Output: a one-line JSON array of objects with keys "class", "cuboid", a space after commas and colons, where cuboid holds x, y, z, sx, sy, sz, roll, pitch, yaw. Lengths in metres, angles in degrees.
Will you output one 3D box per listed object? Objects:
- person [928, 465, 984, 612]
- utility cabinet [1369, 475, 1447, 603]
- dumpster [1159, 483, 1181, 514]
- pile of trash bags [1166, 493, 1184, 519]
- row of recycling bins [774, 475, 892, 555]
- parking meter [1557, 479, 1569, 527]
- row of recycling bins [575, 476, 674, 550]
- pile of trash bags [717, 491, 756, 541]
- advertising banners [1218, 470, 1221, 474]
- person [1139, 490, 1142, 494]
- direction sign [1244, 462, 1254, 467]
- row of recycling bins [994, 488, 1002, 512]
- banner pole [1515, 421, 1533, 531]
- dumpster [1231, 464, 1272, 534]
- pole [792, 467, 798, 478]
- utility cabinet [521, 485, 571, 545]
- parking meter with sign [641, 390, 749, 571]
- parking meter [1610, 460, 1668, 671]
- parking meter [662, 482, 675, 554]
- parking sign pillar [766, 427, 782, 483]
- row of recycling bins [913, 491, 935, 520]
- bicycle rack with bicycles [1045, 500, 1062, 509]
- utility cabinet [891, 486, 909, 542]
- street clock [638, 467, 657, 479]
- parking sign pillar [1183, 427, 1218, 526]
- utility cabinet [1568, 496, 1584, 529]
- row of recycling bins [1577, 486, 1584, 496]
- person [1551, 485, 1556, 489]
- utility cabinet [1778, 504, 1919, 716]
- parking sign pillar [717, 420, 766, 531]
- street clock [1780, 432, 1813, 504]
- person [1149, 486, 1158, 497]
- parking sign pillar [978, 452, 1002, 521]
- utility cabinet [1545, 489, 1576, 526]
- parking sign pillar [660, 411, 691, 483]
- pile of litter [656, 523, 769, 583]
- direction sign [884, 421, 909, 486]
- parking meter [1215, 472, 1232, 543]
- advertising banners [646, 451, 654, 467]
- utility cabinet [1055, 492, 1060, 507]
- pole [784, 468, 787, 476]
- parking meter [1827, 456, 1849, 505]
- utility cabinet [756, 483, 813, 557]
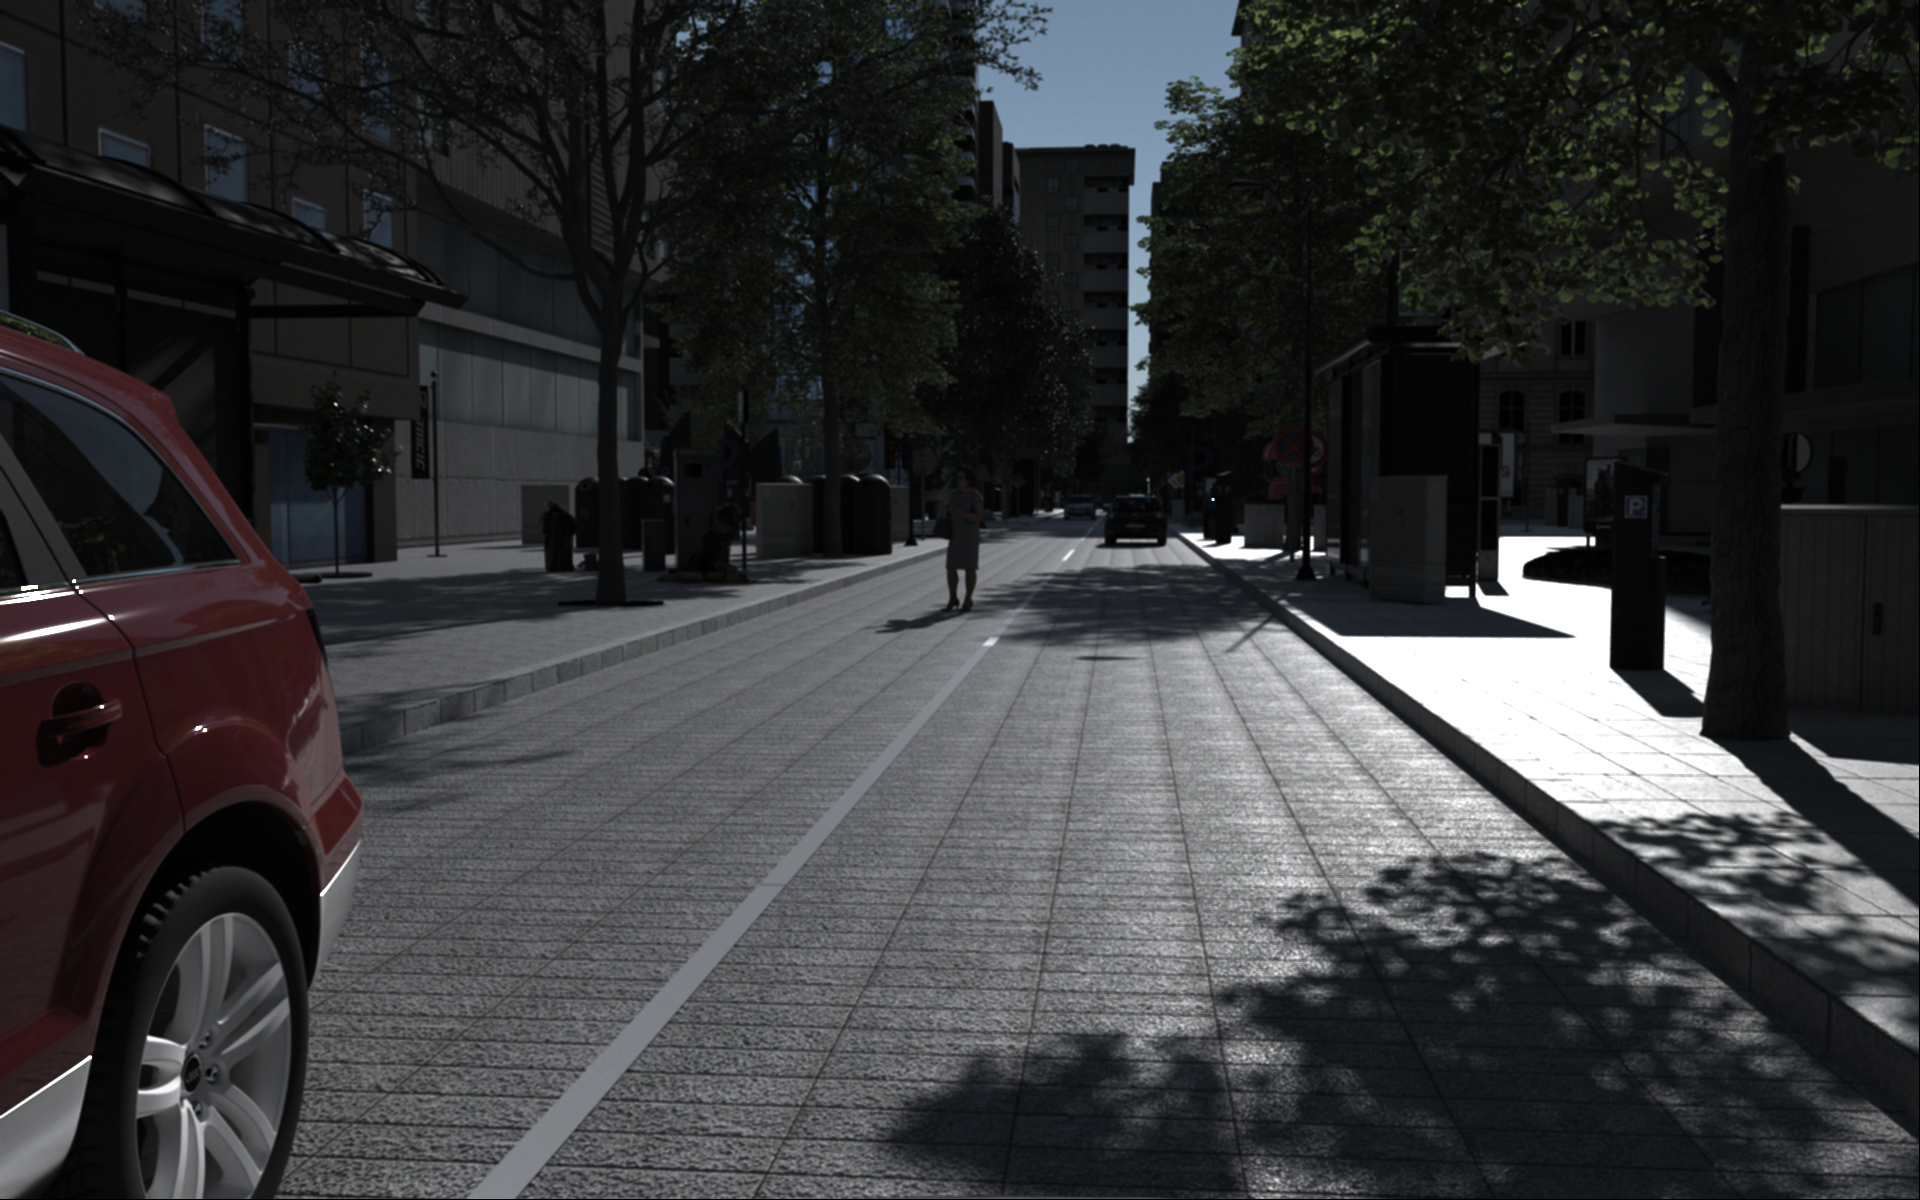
[{"class": "person", "cuboid": [-0.078, -0.747, 21.076, 0.716, 1.782, 0.532, 3, 4, 38]}, {"class": "utility cabinet", "cuboid": [5.297, -0.727, 20.562, 0.318, 1.500, 1.173, -1, 4, -19]}, {"class": "dumpster", "cuboid": [13.646, -6.696, 111.973, 1.502, 2.255, 1.985, 0, 4, 5]}, {"class": "pile of trash bags", "cuboid": [11.628, -4.892, 89.743, 1.912, 1.369, 3.447, 0, 4, 3]}, {"class": "row of recycling bins", "cuboid": [-2.818, -1.875, 37.772, 3.534, 1.692, 1.069, 3, 5, 43]}, {"class": "parking meter", "cuboid": [23.650, -3.806, 67.938, 0.255, 1.863, 0.399, -2, 4, -31]}, {"class": "row of recycling bins", "cuboid": [-7.889, -2.069, 40.940, 3.534, 1.692, 1.069, 3, 5, 44]}, {"class": "pile of trash bags", "cuboid": [-6.539, -2.305, 47.441, 3.447, 1.369, 1.912, 2, 4, 35]}, {"class": "advertising banners", "cuboid": [18.795, -8.004, 127.058, 0.090, 3.025, 2.074, 0, 4, -8]}, {"class": "person", "cuboid": [15.127, -8.372, 145.862, 0.515, 1.767, 0.782, 1, 4, 17]}, {"class": "direction sign", "cuboid": [20.442, -7.998, 122.772, 0.379, 3.537, 0.876, -3, 5, -40]}, {"class": "row of recycling bins", "cuboid": [2.940, -7.095, 123.123, 3.534, 1.692, 1.069, 3, 4, 38]}, {"class": "banner pole", "cuboid": [19.432, -4.264, 59.733, 0.401, 3.779, 0.863, -2, 4, -24]}, {"class": "dumpster", "cuboid": [9.421, -3.324, 56.844, 1.502, 2.255, 1.985, 0, 4, 6]}, {"class": "pole", "cuboid": [-12.646, -8.437, 131.792, 0.158, 3.312, 0.155, 0, 3, 0]}, {"class": "utility cabinet", "cuboid": [-10.343, -2.118, 43.305, 1.173, 1.500, 0.318, 0, 4, -7]}, {"class": "parking meter with sign", "cuboid": [-4.435, -1.999, 28.953, 1.738, 3.016, 0.543, -1, 4, -17]}, {"class": "parking meter", "cuboid": [4.986, -0.263, 12.718, 0.372, 1.533, 0.369, 0, 3, 0]}, {"class": "parking meter", "cuboid": [-6.165, -1.749, 37.001, 0.372, 1.533, 0.369, 0, 3, 0]}, {"class": "parking sign pillar", "cuboid": [-7.883, -5.015, 70.470, 1.447, 3.967, 1.447, 2, 4, 29]}, {"class": "row of recycling bins", "cuboid": [-2.508, -4.849, 86.389, 3.534, 1.692, 1.069, 1, 4, 12]}, {"class": "bicycle rack with bicycles", "cuboid": [7.341, -8.250, 148.272, 2.925, 0.926, 2.852, 0, 4, 1]}, {"class": "utility cabinet", "cuboid": [-1.850, -2.268, 45.764, 1.173, 1.500, 0.318, -3, 5, -44]}, {"class": "street clock", "cuboid": [-8.328, -2.546, 46.205, 0.471, 2.002, 0.358, -2, 4, -29]}, {"class": "parking sign pillar", "cuboid": [9.661, -4.944, 69.302, 1.447, 3.967, 1.447, 1, 4, 16]}, {"class": "utility cabinet", "cuboid": [23.125, -3.253, 64.355, 1.020, 1.237, 0.306, -1, 4, -10]}, {"class": "row of recycling bins", "cuboid": [44.172, -6.861, 119.292, 3.534, 1.692, 1.069, 0, 4, -8]}, {"class": "person", "cuboid": [24.636, -3.866, 71.959, 0.529, 1.795, 0.600, 0, 4, -1]}, {"class": "utility cabinet", "cuboid": [5.295, 0.050, 10.343, 1.020, 1.237, 0.306, 3, 4, 38]}, {"class": "parking sign pillar", "cuboid": [-7.969, -4.439, 61.052, 1.447, 3.967, 1.447, -3, 5, -44]}, {"class": "street clock", "cuboid": [9.808, -0.974, 20.499, 0.471, 2.002, 0.358, -1, 4, -22]}, {"class": "person", "cuboid": [8.956, -4.363, 80.082, 0.600, 1.795, 0.529, -2, 4, -35]}, {"class": "parking sign pillar", "cuboid": [1.009, -5.744, 82.382, 1.447, 3.967, 1.447, 3, 5, 40]}, {"class": "utility cabinet", "cuboid": [24.050, -3.712, 69.374, 1.173, 1.500, 0.318, 1, 4, 17]}, {"class": "parking sign pillar", "cuboid": [-9.081, -4.086, 55.271, 1.447, 3.967, 1.447, 1, 4, 19]}, {"class": "pile of litter", "cuboid": [-3.629, -0.689, 25.229, 1.719, 0.858, 1.176, 3, 4, 37]}, {"class": "direction sign", "cuboid": [-1.911, -3.788, 53.929, 0.876, 3.537, 0.379, -1, 4, -9]}, {"class": "parking meter", "cuboid": [6.864, -2.410, 45.117, 0.399, 1.863, 0.255, -3, 5, -39]}, {"class": "advertising banners", "cuboid": [-12.924, -4.513, 69.982, 0.090, 3.025, 2.074, 1, 4, 23]}, {"class": "utility cabinet", "cuboid": [8.687, -8.883, 153.914, 0.318, 1.500, 1.173, 1, 4, 12]}, {"class": "pole", "cuboid": [-13.594, -8.641, 135.125, 0.158, 3.312, 0.155, 0, 3, 0]}, {"class": "parking meter", "cuboid": [13.699, -1.305, 27.054, 0.255, 1.863, 0.399, 2, 4, 31]}, {"class": "utility cabinet", "cuboid": [-3.577, -1.632, 35.361, 1.173, 1.500, 0.318, -3, 4, -36]}]
